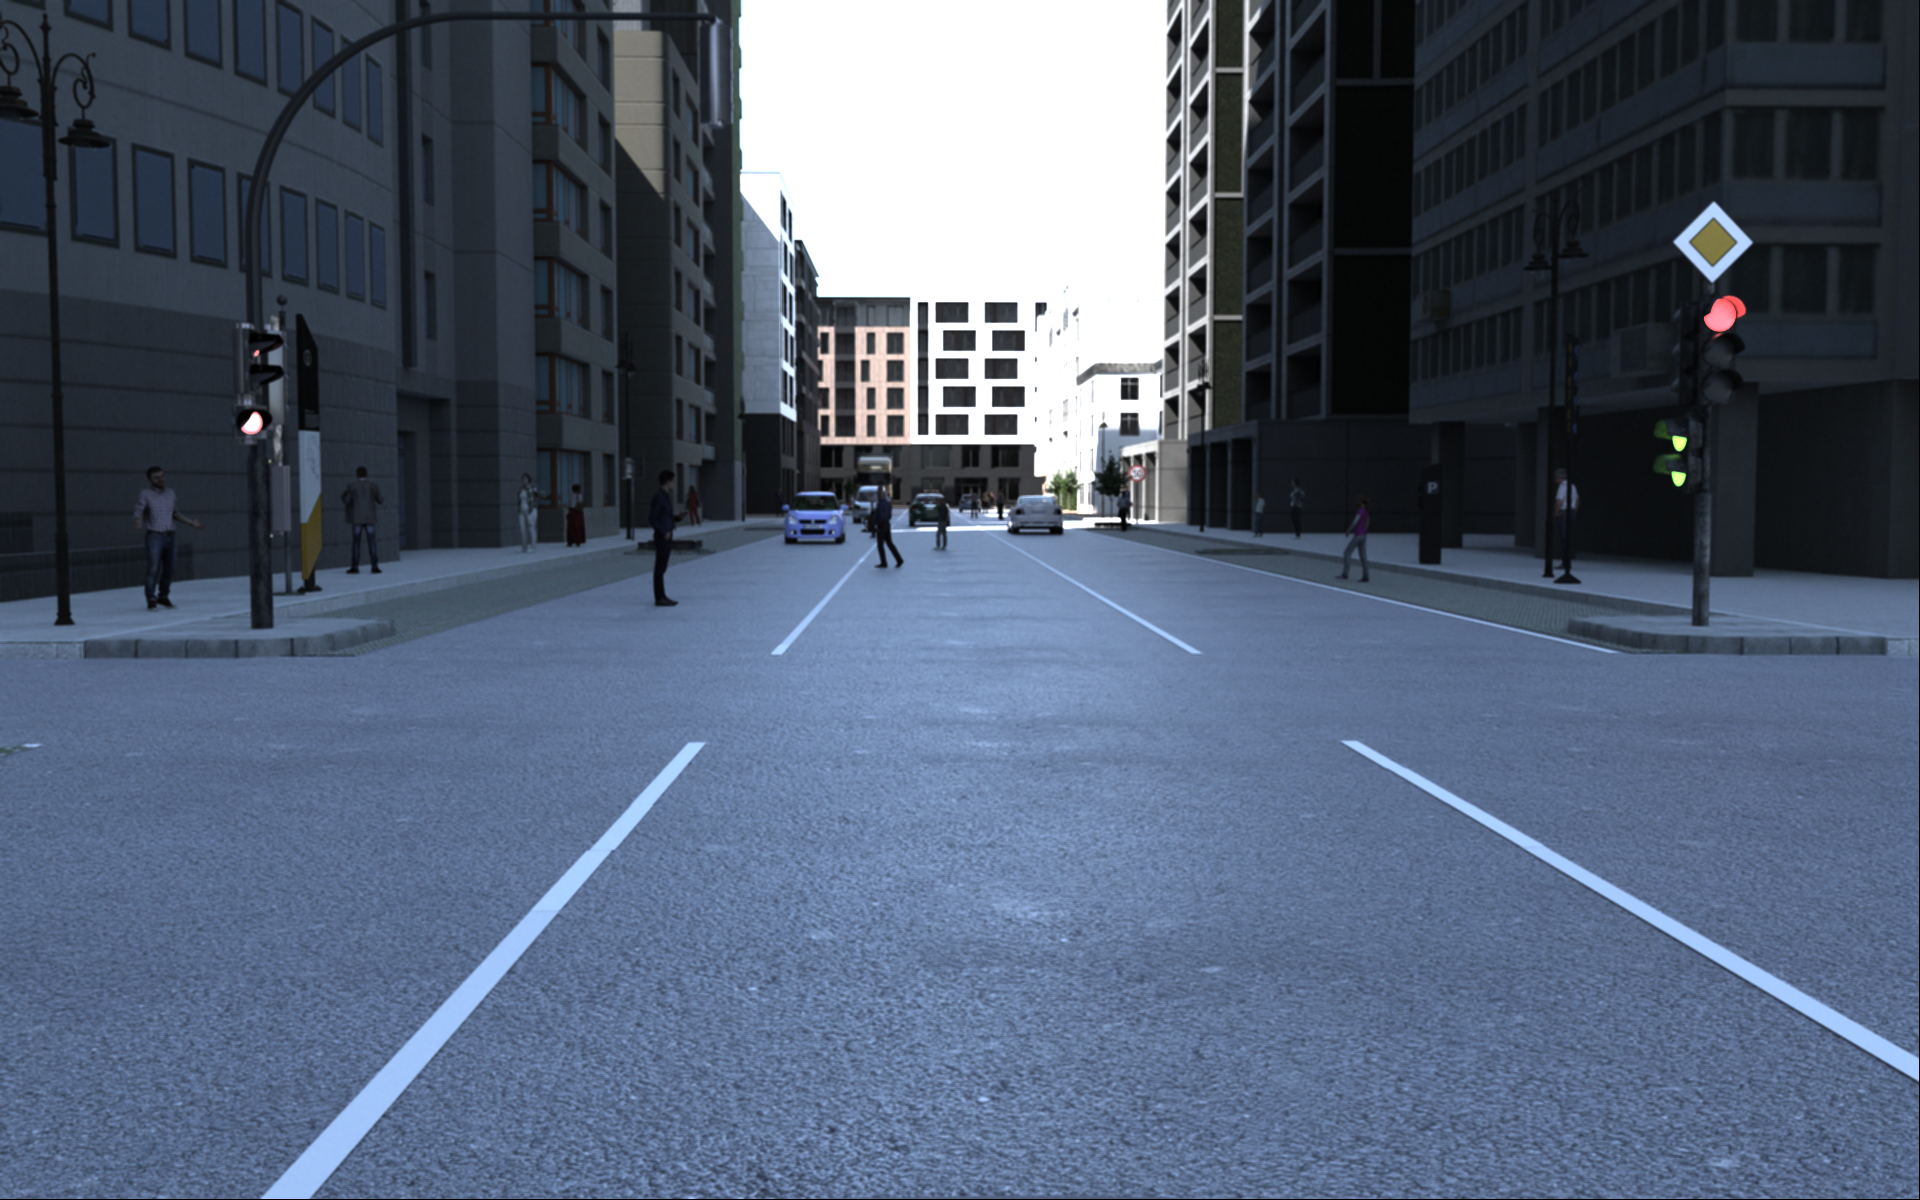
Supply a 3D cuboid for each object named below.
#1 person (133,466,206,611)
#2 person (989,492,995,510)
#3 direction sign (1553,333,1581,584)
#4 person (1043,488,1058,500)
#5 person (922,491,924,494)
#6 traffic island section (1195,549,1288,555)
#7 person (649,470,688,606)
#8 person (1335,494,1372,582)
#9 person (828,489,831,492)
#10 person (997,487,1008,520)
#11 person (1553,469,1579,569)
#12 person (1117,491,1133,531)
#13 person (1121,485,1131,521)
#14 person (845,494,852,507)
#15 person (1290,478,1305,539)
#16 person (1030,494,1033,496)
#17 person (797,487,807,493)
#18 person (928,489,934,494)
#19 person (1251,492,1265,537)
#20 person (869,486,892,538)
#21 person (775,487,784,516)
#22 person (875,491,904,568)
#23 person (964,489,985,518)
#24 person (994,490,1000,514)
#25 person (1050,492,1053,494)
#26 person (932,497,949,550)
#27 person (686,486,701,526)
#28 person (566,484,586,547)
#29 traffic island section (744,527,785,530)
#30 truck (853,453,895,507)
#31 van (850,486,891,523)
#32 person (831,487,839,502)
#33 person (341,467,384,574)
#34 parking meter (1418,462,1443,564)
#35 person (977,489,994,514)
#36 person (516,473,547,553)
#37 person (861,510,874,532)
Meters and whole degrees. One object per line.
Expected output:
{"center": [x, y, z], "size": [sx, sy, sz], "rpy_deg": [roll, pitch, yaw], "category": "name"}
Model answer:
{"center": [-8.846, -0.682, 19.153], "size": [0.435, 1.587, 0.963], "rpy_deg": [1, 4, 20], "category": "person"}
{"center": [2.849, -8.964, 156.533], "size": [0.593, 1.643, 0.415], "rpy_deg": [-2, 4, -29], "category": "person"}
{"center": [8.745, -2.008, 24.833], "size": [0.379, 3.537, 0.876], "rpy_deg": [2, 4, 28], "category": "direction sign"}
{"center": [4.545, -4.813, 87.920], "size": [0.841, 1.734, 0.376], "rpy_deg": [0, 4, 6], "category": "person"}
{"center": [-3.262, -8.857, 153.998], "size": [1.217, 1.739, 0.721], "rpy_deg": [-1, 4, -20], "category": "person"}
{"center": [6.685, -1.141, 41.523], "size": [1.991, 0.108, 1.994], "rpy_deg": [0, 4, -1], "category": "traffic island section"}
{"center": [-3.754, -0.801, 22.296], "size": [0.504, 1.737, 0.576], "rpy_deg": [-1, 4, -11], "category": "person"}
{"center": [6.325, -0.995, 28.001], "size": [0.776, 1.435, 0.726], "rpy_deg": [2, 4, 31], "category": "person"}
{"center": [-8.713, -6.489, 115.146], "size": [0.990, 1.755, 0.434], "rpy_deg": [-2, 4, -32], "category": "person"}
{"center": [2.321, -5.387, 96.583], "size": [0.705, 1.823, 1.348], "rpy_deg": [1, 4, 23], "category": "person"}
{"center": [10.274, -1.381, 29.559], "size": [0.756, 1.711, 0.436], "rpy_deg": [-3, 4, -37], "category": "person"}
{"center": [6.292, -3.393, 66.183], "size": [0.614, 1.554, 0.590], "rpy_deg": [2, 4, 24], "category": "person"}
{"center": [7.754, -4.573, 81.508], "size": [0.576, 1.737, 0.504], "rpy_deg": [2, 4, 29], "category": "person"}
{"center": [-9.739, -8.628, 151.031], "size": [0.593, 1.643, 0.415], "rpy_deg": [-2, 4, -32], "category": "person"}
{"center": [9.622, -2.611, 49.450], "size": [0.376, 1.734, 0.841], "rpy_deg": [0, 4, 6], "category": "person"}
{"center": [4.432, -5.806, 106.692], "size": [0.557, 1.426, 1.065], "rpy_deg": [0, 4, 8], "category": "person"}
{"center": [-6.771, -4.010, 74.862], "size": [0.742, 1.727, 0.445], "rpy_deg": [3, 4, 39], "category": "person"}
{"center": [-2.002, -6.771, 119.304], "size": [1.348, 1.812, 0.705], "rpy_deg": [1, 4, 13], "category": "person"}
{"center": [8.887, -2.548, 51.619], "size": [0.340, 1.345, 0.435], "rpy_deg": [2, 4, 24], "category": "person"}
{"center": [-2.655, -2.907, 56.963], "size": [0.756, 1.711, 0.436], "rpy_deg": [2, 4, 33], "category": "person"}
{"center": [-10.302, -5.627, 98.967], "size": [0.541, 1.710, 0.530], "rpy_deg": [0, 4, -5], "category": "person"}
{"center": [-1.491, -1.389, 33.906], "size": [0.574, 1.496, 0.600], "rpy_deg": [-3, 4, -37], "category": "person"}
{"center": [0.850, -5.672, 101.944], "size": [1.217, 1.736, 0.721], "rpy_deg": [0, 4, 6], "category": "person"}
{"center": [2.698, -7.107, 125.422], "size": [0.721, 1.743, 1.217], "rpy_deg": [1, 4, 16], "category": "person"}
{"center": [7.656, -8.515, 146.182], "size": [0.530, 1.710, 0.541], "rpy_deg": [0, 4, 1], "category": "person"}
{"center": [-0.497, -1.960, 44.457], "size": [0.340, 1.345, 0.435], "rpy_deg": [1, 4, 21], "category": "person"}
{"center": [-10.567, -3.724, 68.627], "size": [0.593, 1.614, 0.444], "rpy_deg": [0, 4, 2], "category": "person"}
{"center": [-9.382, -2.062, 42.217], "size": [0.523, 1.526, 0.387], "rpy_deg": [1, 4, 15], "category": "person"}
{"center": [-7.522, -2.823, 69.028], "size": [1.991, 0.108, 1.994], "rpy_deg": [0, 4, -1], "category": "traffic island section"}
{"center": [-5.927, -8.050, 120.529], "size": [2.839, 4.237, 11.283], "rpy_deg": [0, 4, -2], "category": "truck"}
{"center": [-4.425, -4.855, 86.384], "size": [2.013, 2.044, 4.112], "rpy_deg": [0, 4, 1], "category": "van"}
{"center": [-5.407, -4.030, 74.935], "size": [0.434, 1.755, 0.990], "rpy_deg": [0, 4, 7], "category": "person"}
{"center": [-9.656, -1.293, 27.997], "size": [0.655, 1.722, 0.431], "rpy_deg": [-1, 4, -22], "category": "person"}
{"center": [8.587, -1.587, 31.662], "size": [0.399, 1.863, 0.255], "rpy_deg": [0, 4, 3], "category": "parking meter"}
{"center": [1.876, -7.290, 127.788], "size": [1.348, 1.812, 0.705], "rpy_deg": [0, 4, 7], "category": "person"}
{"center": [-9.446, -1.905, 37.911], "size": [0.841, 1.734, 0.376], "rpy_deg": [3, 4, 37], "category": "person"}
{"center": [-3.319, -2.976, 65.440], "size": [0.859, 0.850, 0.655], "rpy_deg": [2, 4, 27], "category": "person"}
